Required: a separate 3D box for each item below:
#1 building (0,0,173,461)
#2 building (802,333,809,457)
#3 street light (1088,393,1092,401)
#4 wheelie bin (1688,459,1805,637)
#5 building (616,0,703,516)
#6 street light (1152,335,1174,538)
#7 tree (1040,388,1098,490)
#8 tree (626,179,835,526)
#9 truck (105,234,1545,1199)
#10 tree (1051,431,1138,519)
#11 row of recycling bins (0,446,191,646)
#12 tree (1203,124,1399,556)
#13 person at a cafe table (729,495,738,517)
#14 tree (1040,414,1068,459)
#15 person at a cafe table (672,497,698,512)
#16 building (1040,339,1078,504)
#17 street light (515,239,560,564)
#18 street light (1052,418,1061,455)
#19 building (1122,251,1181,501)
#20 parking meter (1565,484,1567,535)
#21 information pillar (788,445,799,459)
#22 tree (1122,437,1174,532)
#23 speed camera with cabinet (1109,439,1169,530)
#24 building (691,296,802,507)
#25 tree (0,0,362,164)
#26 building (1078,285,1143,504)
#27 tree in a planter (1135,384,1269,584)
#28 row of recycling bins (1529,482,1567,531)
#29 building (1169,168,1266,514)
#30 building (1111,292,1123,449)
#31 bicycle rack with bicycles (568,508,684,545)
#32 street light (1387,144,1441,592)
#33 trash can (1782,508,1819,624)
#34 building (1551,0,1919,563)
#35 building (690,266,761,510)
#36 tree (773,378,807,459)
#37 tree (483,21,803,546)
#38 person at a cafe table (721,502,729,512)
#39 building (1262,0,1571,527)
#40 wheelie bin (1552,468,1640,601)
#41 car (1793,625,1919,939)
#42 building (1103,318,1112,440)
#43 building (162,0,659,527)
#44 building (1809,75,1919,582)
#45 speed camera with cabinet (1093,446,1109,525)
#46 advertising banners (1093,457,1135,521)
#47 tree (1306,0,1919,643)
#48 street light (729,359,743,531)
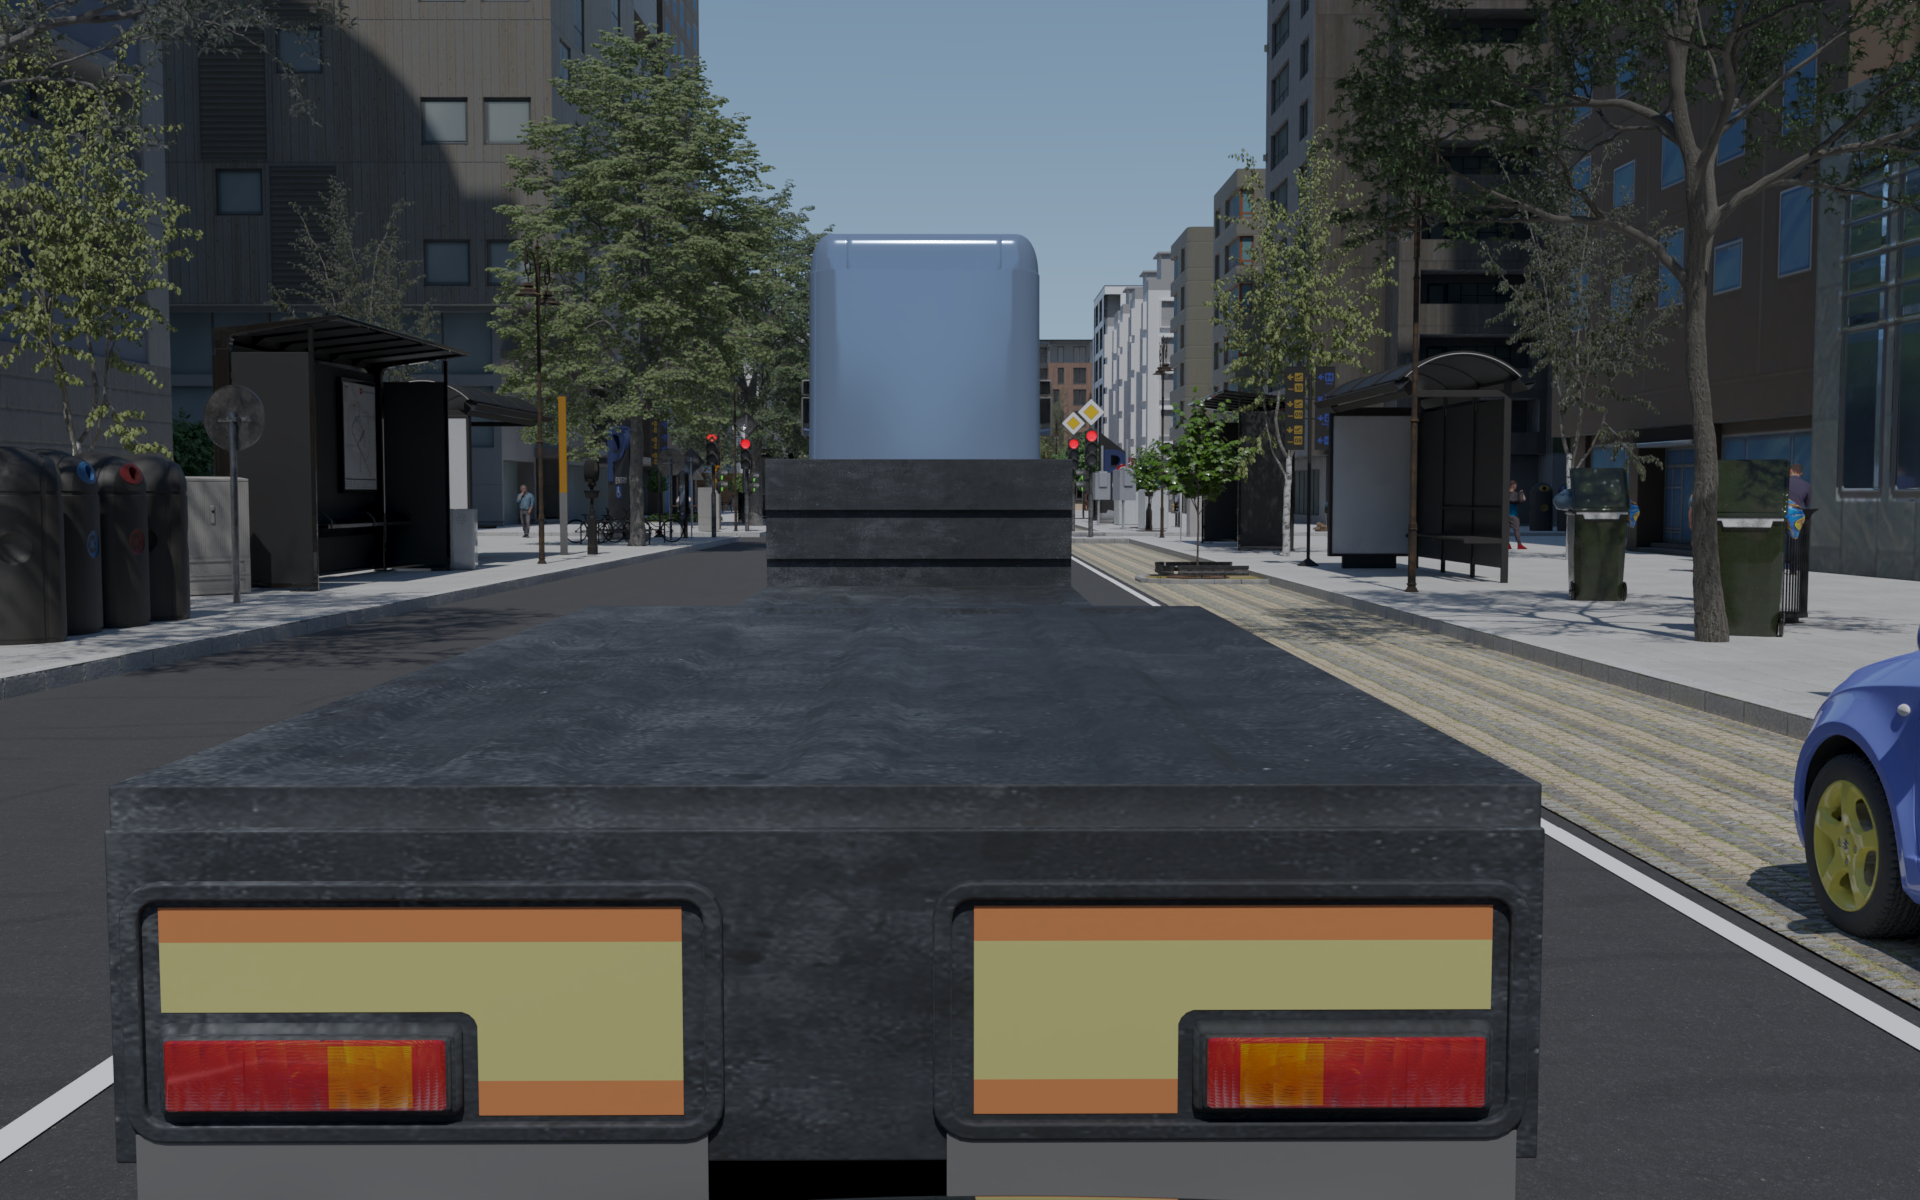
[{"bbox_3d":[-31.043,-29.931,31.376,28.212,58.520,21.231,0,3,0],"label":"building"},{"bbox_3d":[-31.611,-20.064,194.505,31.486,18.905,16.747,0,3,0],"label":"building"},{"bbox_3d":[5.853,-6.439,78.058,0.468,5.910,1.993,0,3,0],"label":"street light"},{"bbox_3d":[7.169,-0.484,15.821,0.980,1.594,0.693,2,4,27],"label":"wheelie bin"},{"bbox_3d":[-24.165,-28.007,108.025,14.600,45.320,14.200,0,3,0],"label":"building"},{"bbox_3d":[5.912,-4.755,50.534,0.468,5.910,1.993,0,3,0],"label":"street light"},{"bbox_3d":[6.898,-10.175,116.722,4.360,8.622,3.978,0,3,0],"label":"tree"},{"bbox_3d":[-8.343,-9.961,69.521,9.857,13.997,8.962,0,3,0],"label":"tree"},{"bbox_3d":[-0.313,-1.371,12.177,2.967,4.110,18.799,0,4,-1],"label":"truck"},{"bbox_3d":[6.449,-6.471,89.513,4.285,4.588,4.351,0,3,0],"label":"tree"},{"bbox_3d":[-8.307,-0.561,16.291,1.069,1.692,3.534,0,4,-2],"label":"row of recycling bins"},{"bbox_3d":[6.820,-5.214,35.607,4.737,8.622,4.395,0,3,0],"label":"tree"},{"bbox_3d":[-12.135,-5.409,99.304,1.726,1.238,1.698,0,4,-3],"label":"person at a cafe table"},{"bbox_3d":[7.210,-12.083,147.923,4.737,8.622,4.395,0,3,0],"label":"tree"},{"bbox_3d":[-13.407,-4.674,84.939,1.698,1.524,1.622,-2,4,-34],"label":"person at a cafe table"},{"bbox_3d":[15.242,-24.172,239.193,32.646,21.610,27.936,0,3,0],"label":"building"},{"bbox_3d":[-7.672,-3.598,31.610,0.468,5.910,1.993,0,3,0],"label":"street light"},{"bbox_3d":[5.878,-8.132,105.752,0.468,5.910,1.993,0,3,0],"label":"street light"},{"bbox_3d":[21.993,-17.394,140.819,16.016,20.091,11.380,0,3,0],"label":"building"},{"bbox_3d":[18.097,-2.778,51.137,0.255,1.863,0.399,-1,4,-13],"label":"parking meter"},{"bbox_3d":[-7.425,-5.268,77.489,0.504,3.616,0.183,0,4,5],"label":"information pillar"},{"bbox_3d":[6.655,-3.952,59.213,1.663,3.219,1.824,0,3,0],"label":"tree"},{"bbox_3d":[6.563,-4.192,62.882,2.038,3.252,0.660,-2,4,-24],"label":"speed camera with cabinet"},{"bbox_3d":[-24.851,-18.052,161.601,16.747,18.905,31.486,0,3,0],"label":"building"},{"bbox_3d":[-8.918,-6.259,12.712,12.009,13.543,11.850,0,3,0],"label":"tree"},{"bbox_3d":[28.046,-20.906,185.790,27.936,21.610,32.646,0,3,0],"label":"building"},{"bbox_3d":[3.884,-1.893,28.174,1.991,3.239,1.994,0,3,0],"label":"tree in a planter"},{"bbox_3d":[21.341,-3.206,59.527,3.534,1.692,1.069,3,4,37],"label":"row of recycling bins"},{"bbox_3d":[28.504,-16.001,106.662,27.650,21.520,28.899,0,3,0],"label":"building"},{"bbox_3d":[22.069,-18.089,152.178,16.016,20.091,11.380,0,3,0],"label":"building"},{"bbox_3d":[-8.860,-1.930,44.945,2.925,0.926,2.852,0,4,4],"label":"bicycle rack with bicycles"},{"bbox_3d":[5.909,-3.040,22.485,0.468,5.910,1.993,0,3,0],"label":"street light"},{"bbox_3d":[8.163,-0.347,17.334,0.748,1.137,0.748,0,3,0],"label":"trash can"},{"bbox_3d":[21.705,-23.544,35.064,14.600,45.320,14.200,0,3,0],"label":"building"},{"bbox_3d":[-24.061,-17.352,140.130,16.016,20.091,11.380,0,3,0],"label":"building"},{"bbox_3d":[-8.865,-9.199,100.772,4.737,8.622,4.395,0,3,0],"label":"tree"},{"bbox_3d":[-7.519,-7.595,42.299,7.486,12.596,7.792,0,3,0],"label":"tree"},{"bbox_3d":[-16.095,-6.730,120.900,1.698,1.238,1.726,-2,4,-34],"label":"person at a cafe table"},{"bbox_3d":[21.118,-18.494,74.072,14.107,30.474,14.160,0,3,0],"label":"building"},{"bbox_3d":[7.668,-0.798,20.954,0.980,1.594,0.693,1,4,10],"label":"wheelie bin"},{"bbox_3d":[3.670,0.313,4.480,1.945,1.707,3.694,0,4,1],"label":"car"},{"bbox_3d":[21.727,-18.804,163.864,16.016,20.091,11.380,0,3,0],"label":"building"},{"bbox_3d":[-29.112,-29.955,79.005,28.713,52.752,27.495,0,3,0],"label":"building"},{"bbox_3d":[25.219,-42.688,10.615,22.319,86.520,31.000,0,3,0],"label":"building"},{"bbox_3d":[6.402,-4.703,71.227,2.038,3.252,0.660,-1,4,-18],"label":"speed camera with cabinet"},{"bbox_3d":[7.318,-5.294,82.745,2.074,3.025,0.090,0,4,7],"label":"advertising banners"},{"bbox_3d":[6.265,-4.927,14.963,7.601,10.594,8.767,2,4,31],"label":"tree"},{"bbox_3d":[-7.713,-5.300,59.436,0.468,5.910,1.993,0,3,0],"label":"street light"}]
